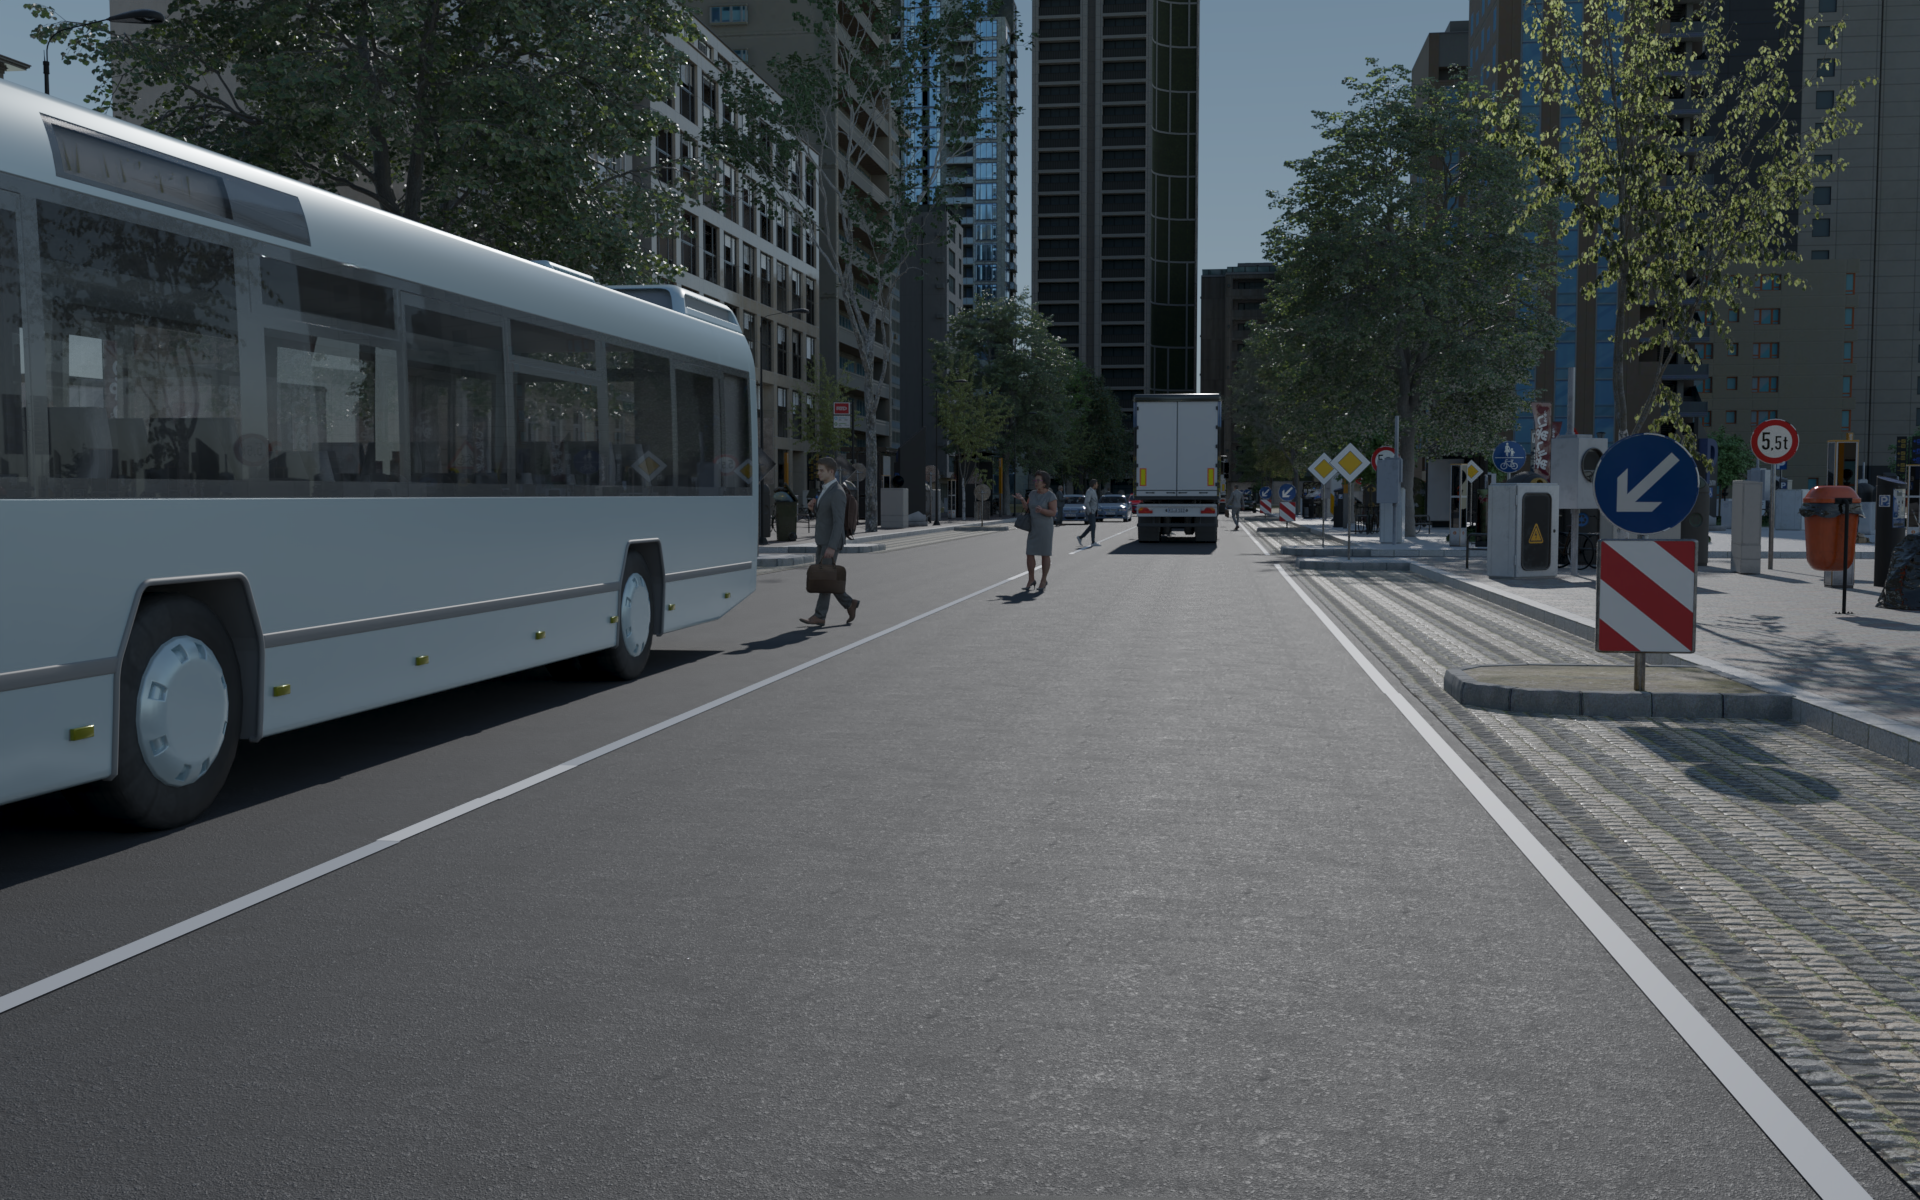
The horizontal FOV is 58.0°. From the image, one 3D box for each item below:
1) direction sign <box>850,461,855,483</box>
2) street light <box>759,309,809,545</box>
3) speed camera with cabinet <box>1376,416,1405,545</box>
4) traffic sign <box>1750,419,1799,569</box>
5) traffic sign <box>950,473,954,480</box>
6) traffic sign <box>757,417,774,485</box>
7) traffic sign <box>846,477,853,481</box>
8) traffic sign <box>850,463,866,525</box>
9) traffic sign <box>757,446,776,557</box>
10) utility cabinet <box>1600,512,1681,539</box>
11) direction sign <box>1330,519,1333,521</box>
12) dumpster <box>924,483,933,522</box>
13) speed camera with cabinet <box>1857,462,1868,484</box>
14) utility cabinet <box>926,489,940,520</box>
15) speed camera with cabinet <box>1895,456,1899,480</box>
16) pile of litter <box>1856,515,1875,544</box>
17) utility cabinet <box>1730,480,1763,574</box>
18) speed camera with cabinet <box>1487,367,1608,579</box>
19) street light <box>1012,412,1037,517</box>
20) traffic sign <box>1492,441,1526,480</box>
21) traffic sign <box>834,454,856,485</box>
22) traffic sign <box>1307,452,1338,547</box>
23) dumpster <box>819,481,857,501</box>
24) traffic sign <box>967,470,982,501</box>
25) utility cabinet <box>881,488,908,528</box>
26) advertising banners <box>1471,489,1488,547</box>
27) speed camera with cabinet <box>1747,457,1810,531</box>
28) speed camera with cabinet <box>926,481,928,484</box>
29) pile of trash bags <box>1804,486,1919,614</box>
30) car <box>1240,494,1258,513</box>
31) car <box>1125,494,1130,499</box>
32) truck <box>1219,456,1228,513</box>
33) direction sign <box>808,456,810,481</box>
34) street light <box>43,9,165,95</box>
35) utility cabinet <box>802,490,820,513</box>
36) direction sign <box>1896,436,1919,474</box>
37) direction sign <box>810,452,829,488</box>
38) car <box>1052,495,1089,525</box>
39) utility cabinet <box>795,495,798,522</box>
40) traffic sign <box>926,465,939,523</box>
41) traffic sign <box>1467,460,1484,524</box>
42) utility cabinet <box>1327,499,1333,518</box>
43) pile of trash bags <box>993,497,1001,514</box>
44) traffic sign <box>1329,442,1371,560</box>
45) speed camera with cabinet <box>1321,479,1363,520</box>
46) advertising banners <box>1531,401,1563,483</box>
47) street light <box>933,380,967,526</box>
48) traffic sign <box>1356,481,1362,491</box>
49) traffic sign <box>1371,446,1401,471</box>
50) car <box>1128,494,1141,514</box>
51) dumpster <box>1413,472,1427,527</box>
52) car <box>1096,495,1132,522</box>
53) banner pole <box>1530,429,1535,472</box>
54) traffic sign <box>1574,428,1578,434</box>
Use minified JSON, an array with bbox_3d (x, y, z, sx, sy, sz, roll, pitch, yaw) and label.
[{"bbox_3d":[-7.484,-7.667,117.357,0.876,3.537,0.379,2,4,35],"label":"direction sign"},{"bbox_3d":[-4.467,-4.345,43.583,1.470,5.913,1.316,1,4,8],"label":"street light"},{"bbox_3d":[11.099,-3.075,44.612,0.660,3.252,2.038,1,4,19],"label":"speed camera with cabinet"},{"bbox_3d":[13.804,-1.793,29.424,0.768,2.556,0.104,1,4,11],"label":"traffic sign"},{"bbox_3d":[-0.190,-6.100,99.847,0.768,2.556,0.104,1,4,12],"label":"traffic sign"},{"bbox_3d":[-6.039,-3.208,46.321,2.265,3.308,0.079,1,4,17],"label":"traffic sign"},{"bbox_3d":[-4.758,-4.375,71.542,0.884,2.594,0.081,1,4,9],"label":"traffic sign"},{"bbox_3d":[-4.185,-4.317,70.685,0.768,2.556,0.104,1,4,9],"label":"traffic sign"},{"bbox_3d":[-4.143,-1.943,35.409,0.795,2.450,0.064,1,4,8],"label":"traffic sign"},{"bbox_3d":[9.807,-0.998,24.990,1.173,1.500,0.318,-1,4,-18],"label":"utility cabinet"},{"bbox_3d":[17.742,-5.506,82.024,0.876,3.537,0.379,0,4,-5],"label":"direction sign"},{"bbox_3d":[-1.983,-4.428,78.149,1.264,1.857,1.865,1,4,8],"label":"dumpster"},{"bbox_3d":[55.815,-6.961,108.156,0.660,3.252,2.038,0,4,-3],"label":"speed camera with cabinet"},{"bbox_3d":[-1.544,-4.563,83.290,1.173,1.500,0.318,1,4,10],"label":"utility cabinet"},{"bbox_3d":[48.407,-5.849,89.973,0.660,3.252,2.038,2,4,31],"label":"speed camera with cabinet"},{"bbox_3d":[23.270,-1.923,45.404,1.176,0.858,1.719,-2,4,-24],"label":"pile of litter"},{"bbox_3d":[12.752,-1.185,28.062,0.318,1.500,1.173,1,4,17],"label":"utility cabinet"},{"bbox_3d":[9.049,-1.975,26.622,2.038,3.252,0.660,-2,4,-30],"label":"speed camera with cabinet"},{"bbox_3d":[3.654,-7.696,98.370,1.470,5.913,1.316,1,4,8],"label":"street light"},{"bbox_3d":[13.115,-2.527,41.425,0.768,2.556,0.104,1,4,12],"label":"traffic sign"},{"bbox_3d":[-2.989,-2.426,43.311,0.795,2.450,0.064,1,4,8],"label":"traffic sign"},{"bbox_3d":[8.729,-2.321,41.584,0.795,2.450,0.064,1,4,8],"label":"traffic sign"},{"bbox_3d":[-4.928,-3.917,69.806,1.264,1.857,1.865,1,4,8],"label":"dumpster"},{"bbox_3d":[0.797,-5.502,89.964,0.884,2.594,0.081,1,4,16],"label":"traffic sign"},{"bbox_3d":[-2.449,-3.444,64.988,1.173,1.500,0.318,3,5,43],"label":"utility cabinet"},{"bbox_3d":[13.425,-2.787,41.758,2.074,3.025,0.090,0,4,6],"label":"advertising banners"},{"bbox_3d":[29.124,-4.115,61.621,0.660,3.252,2.038,-3,4,-36],"label":"speed camera with cabinet"},{"bbox_3d":[-2.844,-6.299,97.324,2.038,3.252,0.660,2,4,24],"label":"speed camera with cabinet"},{"bbox_3d":[10.827,-0.561,18.921,3.447,1.369,1.912,0,4,-8],"label":"pile of trash bags"},{"bbox_3d":[21.735,-7.486,132.179,2.009,1.686,4.222,1,4,8],"label":"car"},{"bbox_3d":[12.614,-7.018,126.549,2.131,1.459,4.920,1,4,9],"label":"car"},{"bbox_3d":[19.114,-8.805,132.867,2.839,4.237,11.283,0,4,7],"label":"truck"},{"bbox_3d":[-8.619,-6.802,103.208,0.876,3.537,0.379,1,4,21],"label":"direction sign"},{"bbox_3d":[-8.311,-2.709,16.831,1.470,5.913,1.316,1,4,8],"label":"street light"},{"bbox_3d":[-8.907,-5.857,104.441,1.173,1.500,0.318,-1,4,-9],"label":"utility cabinet"},{"bbox_3d":[37.153,-4.640,67.868,0.876,3.537,0.379,1,4,22],"label":"direction sign"},{"bbox_3d":[-7.476,-6.196,93.309,0.876,3.537,0.379,-1,4,-23],"label":"direction sign"},{"bbox_3d":[5.375,-4.323,82.687,2.014,1.417,4.499,0,4,7],"label":"car"},{"bbox_3d":[-7.777,-4.087,77.987,1.020,1.237,0.306,2,4,30],"label":"utility cabinet"},{"bbox_3d":[-1.295,-4.653,76.185,0.768,2.556,0.104,1,4,13],"label":"traffic sign"},{"bbox_3d":[17.179,-3.489,58.224,0.795,2.450,0.064,1,4,17],"label":"traffic sign"},{"bbox_3d":[19.893,-5.108,92.193,1.173,1.500,0.318,-2,4,-32],"label":"utility cabinet"},{"bbox_3d":[1.702,-6.081,109.172,1.912,1.369,3.447,1,4,15],"label":"pile of trash bags"},{"bbox_3d":[7.574,-1.837,33.683,0.795,2.450,0.064,1,4,8],"label":"traffic sign"},{"bbox_3d":[18.814,-5.554,85.145,2.038,3.252,0.660,0,4,4],"label":"speed camera with cabinet"},{"bbox_3d":[11.716,-2.264,33.208,2.074,3.025,0.090,-2,4,-24],"label":"advertising banners"},{"bbox_3d":[-0.420,-5.993,70.523,1.470,5.913,1.316,1,4,8],"label":"street light"},{"bbox_3d":[21.407,-5.645,92.400,0.768,2.556,0.104,1,4,15],"label":"traffic sign"},{"bbox_3d":[11.307,-2.808,46.022,0.768,2.556,0.104,1,4,18],"label":"traffic sign"},{"bbox_3d":[11.689,-6.326,112.469,2.155,1.783,4.494,0,4,7],"label":"car"},{"bbox_3d":[17.576,-4.000,67.900,1.502,2.255,1.985,1,4,8],"label":"dumpster"},{"bbox_3d":[7.999,-4.790,90.324,2.014,1.417,4.499,1,4,9],"label":"car"},{"bbox_3d":[19.713,-4.207,58.801,0.863,3.779,0.401,-1,4,-12],"label":"banner pole"},{"bbox_3d":[12.027,-2.080,34.009,0.884,2.594,0.081,1,4,15],"label":"traffic sign"}]
